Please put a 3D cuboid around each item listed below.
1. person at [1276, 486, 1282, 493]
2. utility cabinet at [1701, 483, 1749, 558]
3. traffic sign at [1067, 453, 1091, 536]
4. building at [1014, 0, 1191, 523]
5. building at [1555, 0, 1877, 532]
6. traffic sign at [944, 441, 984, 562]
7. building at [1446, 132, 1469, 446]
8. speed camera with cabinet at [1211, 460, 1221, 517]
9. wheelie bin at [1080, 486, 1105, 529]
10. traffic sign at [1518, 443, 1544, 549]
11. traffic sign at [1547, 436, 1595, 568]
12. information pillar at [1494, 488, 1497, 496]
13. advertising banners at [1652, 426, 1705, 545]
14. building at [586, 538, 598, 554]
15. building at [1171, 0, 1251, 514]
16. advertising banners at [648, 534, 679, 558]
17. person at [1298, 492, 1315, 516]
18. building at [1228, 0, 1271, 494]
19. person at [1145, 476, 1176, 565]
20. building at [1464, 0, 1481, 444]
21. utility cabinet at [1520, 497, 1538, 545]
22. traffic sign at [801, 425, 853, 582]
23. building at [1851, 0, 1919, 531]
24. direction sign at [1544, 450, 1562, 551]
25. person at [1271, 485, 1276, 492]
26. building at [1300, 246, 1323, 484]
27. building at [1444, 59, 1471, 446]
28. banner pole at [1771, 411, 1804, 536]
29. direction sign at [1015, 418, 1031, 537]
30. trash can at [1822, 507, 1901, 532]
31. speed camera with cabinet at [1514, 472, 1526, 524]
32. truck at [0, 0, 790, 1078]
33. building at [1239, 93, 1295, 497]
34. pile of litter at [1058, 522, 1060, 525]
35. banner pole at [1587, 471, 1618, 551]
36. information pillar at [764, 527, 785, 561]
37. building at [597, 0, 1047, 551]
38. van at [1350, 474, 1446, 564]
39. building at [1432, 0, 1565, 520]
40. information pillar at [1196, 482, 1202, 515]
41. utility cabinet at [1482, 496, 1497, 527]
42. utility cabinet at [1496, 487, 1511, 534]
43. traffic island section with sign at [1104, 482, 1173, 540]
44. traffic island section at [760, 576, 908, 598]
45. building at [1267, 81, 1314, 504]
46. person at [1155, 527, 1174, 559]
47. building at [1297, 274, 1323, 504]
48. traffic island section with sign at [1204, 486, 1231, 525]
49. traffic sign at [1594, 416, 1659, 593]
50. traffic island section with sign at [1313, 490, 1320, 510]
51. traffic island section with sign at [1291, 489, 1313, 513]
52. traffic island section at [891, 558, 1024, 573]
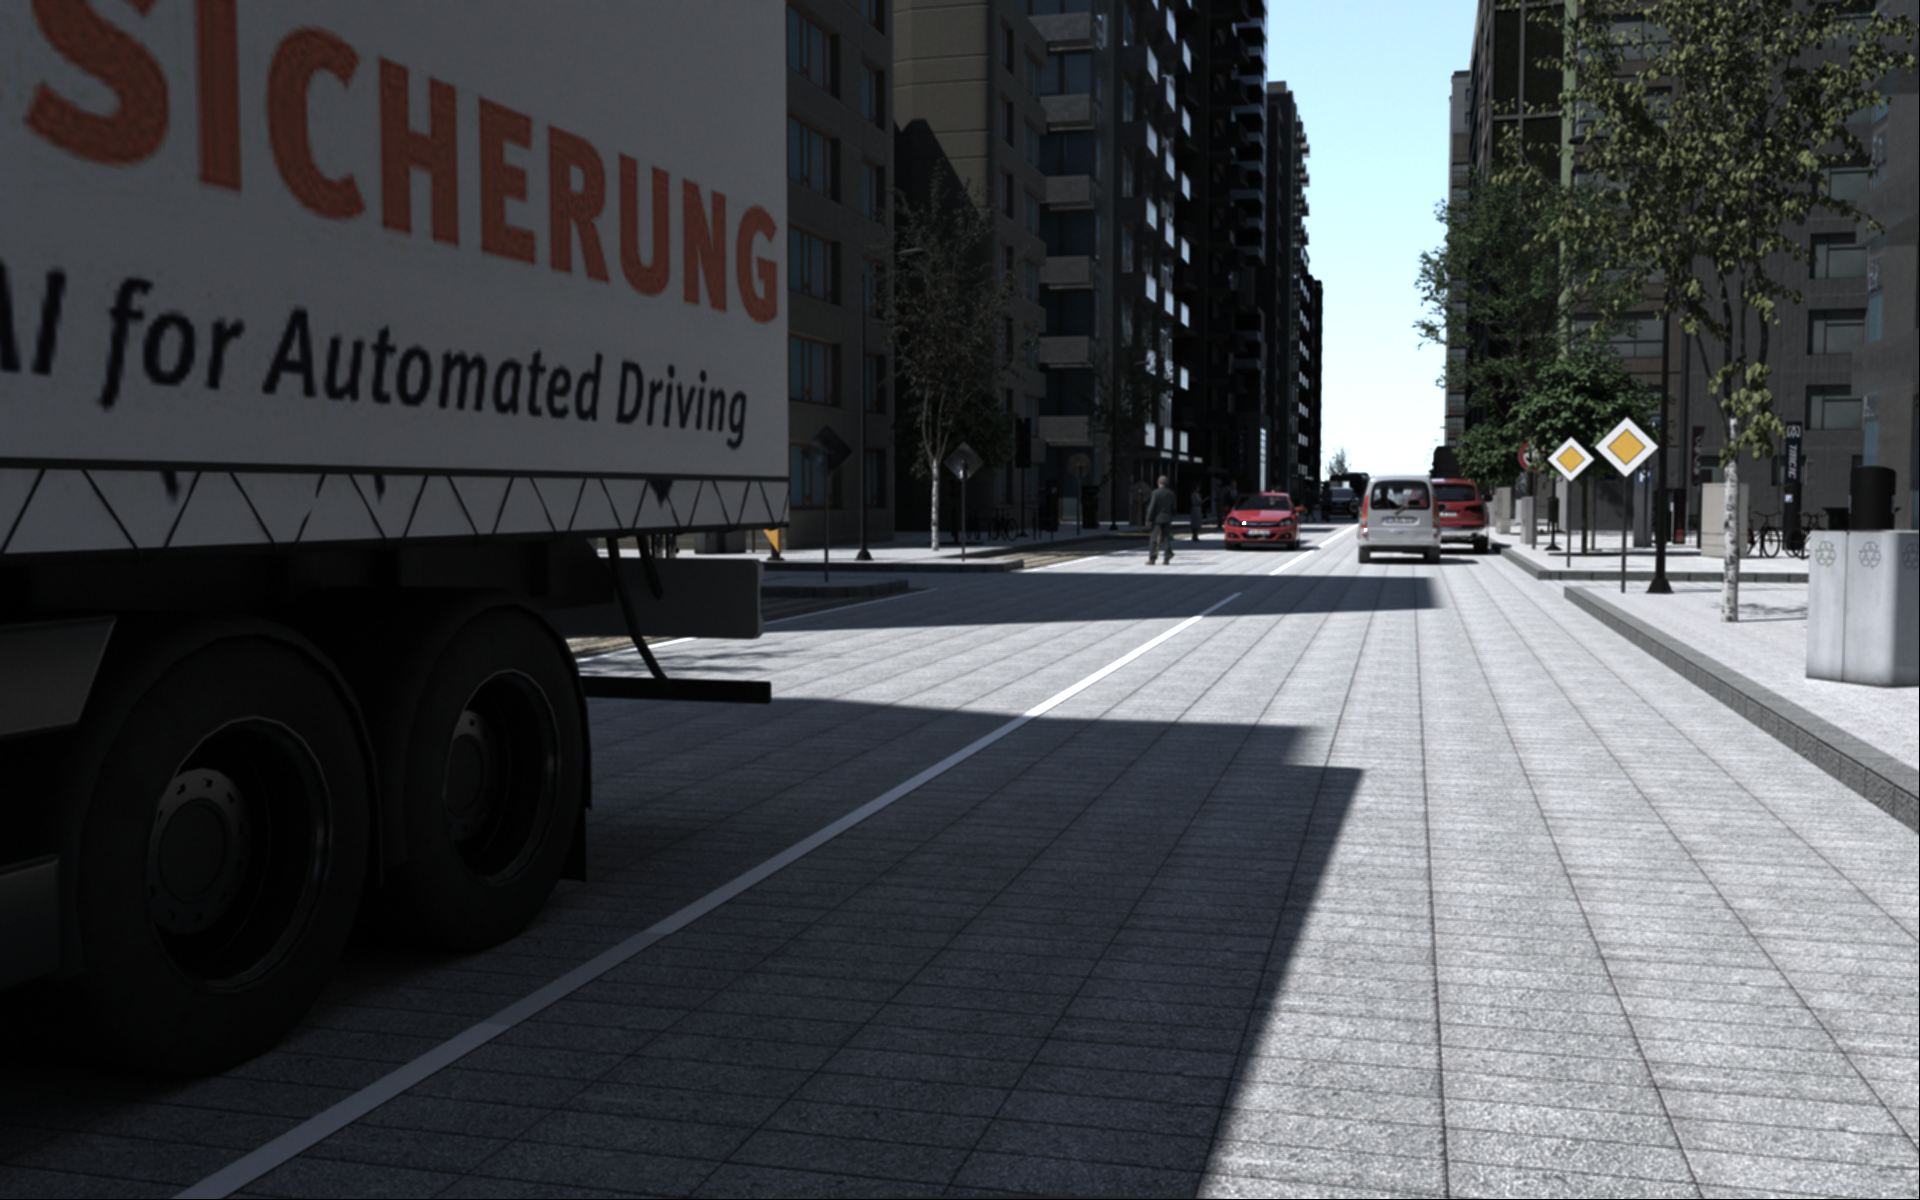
[{"bbox_3d":[11.326,-3.162,61.042,0.643,1.720,0.563,3,4,38],"label":"person"},{"bbox_3d":[15.386,-1.599,34.828,0.318,1.500,1.173,0,4,-8],"label":"utility cabinet"},{"bbox_3d":[3.658,-3.265,53.496,0.768,2.556,0.104,1,4,19],"label":"traffic sign"},{"bbox_3d":[-0.058,-28.802,90.520,23.786,49.044,30.456,1,4,15],"label":"building"},{"bbox_3d":[29.653,-23.269,64.040,14.154,41.232,14.086,1,4,15],"label":"building"},{"bbox_3d":[0.068,-1.789,32.888,0.795,2.450,0.064,1,4,15],"label":"traffic sign"},{"bbox_3d":[62.803,-31.404,197.046,14.154,41.232,14.086,1,4,15],"label":"building"},{"bbox_3d":[14.778,-6.451,99.817,0.660,3.252,2.038,1,4,8],"label":"speed camera with cabinet"},{"bbox_3d":[4.854,-3.432,64.022,0.980,1.594,0.693,0,4,7],"label":"wheelie bin"},{"bbox_3d":[13.332,-2.450,40.158,0.768,2.556,0.104,1,4,19],"label":"traffic sign"},{"bbox_3d":[10.608,-1.621,30.140,0.795,2.450,0.064,1,4,15],"label":"traffic sign"},{"bbox_3d":[22.967,-5.084,74.474,0.183,3.616,0.504,3,5,40],"label":"information pillar"},{"bbox_3d":[18.400,-2.942,44.288,2.074,3.025,0.090,-2,4,-33],"label":"advertising banners"},{"bbox_3d":[-14.714,-10.210,21.688,16.860,20.320,10.420,1,4,15],"label":"building"},{"bbox_3d":[8.681,-28.652,123.090,22.147,44.769,28.867,1,4,15],"label":"building"},{"bbox_3d":[-4.044,-1.648,23.129,0.090,3.025,2.074,0,4,4],"label":"advertising banners"},{"bbox_3d":[22.921,-6.478,114.425,0.705,1.824,1.348,-3,5,-44],"label":"person"},{"bbox_3d":[16.502,-51.253,150.658,22.319,86.520,31.000,1,4,15],"label":"building"},{"bbox_3d":[4.041,-1.619,35.146,0.661,1.801,0.590,-2,4,-24],"label":"person"},{"bbox_3d":[58.433,-32.833,160.528,21.300,48.544,21.600,1,4,15],"label":"building"},{"bbox_3d":[14.603,-2.038,44.476,0.306,1.237,1.020,1,4,11],"label":"utility cabinet"},{"bbox_3d":[-1.940,-1.316,25.159,0.795,2.450,0.064,1,4,15],"label":"traffic sign"},{"bbox_3d":[35.661,-25.432,35.422,30.456,49.044,23.786,1,4,15],"label":"building"},{"bbox_3d":[13.500,-2.895,39.330,0.379,3.537,0.876,-1,4,-11],"label":"direction sign"},{"bbox_3d":[13.516,-4.019,74.389,0.511,1.800,0.466,3,5,42],"label":"person"},{"bbox_3d":[36.447,-33.924,246.544,32.217,40.220,23.993,1,4,15],"label":"building"},{"bbox_3d":[78.249,-42.675,239.729,21.231,58.520,28.212,1,4,15],"label":"building"},{"bbox_3d":[25.061,-3.821,52.488,0.863,3.779,0.401,1,4,9],"label":"banner pole"},{"bbox_3d":[1.884,-3.657,51.793,0.379,3.537,0.876,-2,4,-28],"label":"direction sign"},{"bbox_3d":[9.513,-0.408,18.320,0.748,1.137,0.748,0,3,0],"label":"trash can"},{"bbox_3d":[24.069,-4.876,74.059,0.660,3.252,2.038,1,4,20],"label":"speed camera with cabinet"},{"bbox_3d":[-3.465,-0.835,2.559,2.839,4.237,11.283,1,4,16],"label":"truck"},{"bbox_3d":[25.685,-29.954,173.345,14.154,41.232,14.086,1,4,15],"label":"building"},{"bbox_3d":[3.562,-3.494,71.091,1.719,0.858,1.176,3,5,44],"label":"pile of litter"},{"bbox_3d":[14.481,-2.995,38.992,0.863,3.779,0.401,-1,4,-19],"label":"banner pole"},{"bbox_3d":[-3.595,-2.561,33.220,0.183,3.616,0.504,-3,5,-42],"label":"information pillar"},{"bbox_3d":[-13.698,-12.905,56.040,27.650,21.520,28.899,1,4,15],"label":"building"},{"bbox_3d":[9.353,-1.832,36.967,2.013,2.044,4.112,1,4,13],"label":"van"},{"bbox_3d":[35.243,-39.729,87.816,20.563,71.187,20.611,1,4,15],"label":"building"},{"bbox_3d":[14.390,-6.120,104.558,0.304,2.012,0.304,3,5,40],"label":"information pillar"},{"bbox_3d":[20.788,-3.461,67.747,1.020,1.237,0.306,1,4,17],"label":"utility cabinet"},{"bbox_3d":[17.496,-2.882,55.799,0.318,1.500,1.173,1,4,10],"label":"utility cabinet"},{"bbox_3d":[5.691,-2.816,54.669,1.989,1.847,2.006,1,4,15],"label":"traffic island section with sign"},{"bbox_3d":[-1.964,-0.180,25.226,2.009,0.180,2.903,1,4,15],"label":"traffic island section"},{"bbox_3d":[29.630,-35.829,205.420,23.786,49.044,30.456,1,4,15],"label":"building"},{"bbox_3d":[4.478,-1.549,38.104,0.640,1.303,0.475,-3,5,-39],"label":"person"},{"bbox_3d":[39.808,-27.806,226.328,14.160,30.474,14.107,1,4,15],"label":"building"},{"bbox_3d":[12.469,-4.412,80.761,1.989,1.847,2.006,1,4,15],"label":"traffic island section with sign"},{"bbox_3d":[8.601,-1.148,22.410,0.795,2.450,0.064,1,4,15],"label":"traffic sign"},{"bbox_3d":[31.934,-8.998,155.741,1.989,1.847,2.006,1,4,15],"label":"traffic island section with sign"},{"bbox_3d":[25.169,-7.402,129.645,1.989,1.847,2.006,1,4,15],"label":"traffic island section with sign"},{"bbox_3d":[0.043,-0.653,32.956,2.009,0.180,2.903,1,4,15],"label":"traffic island section"}]
